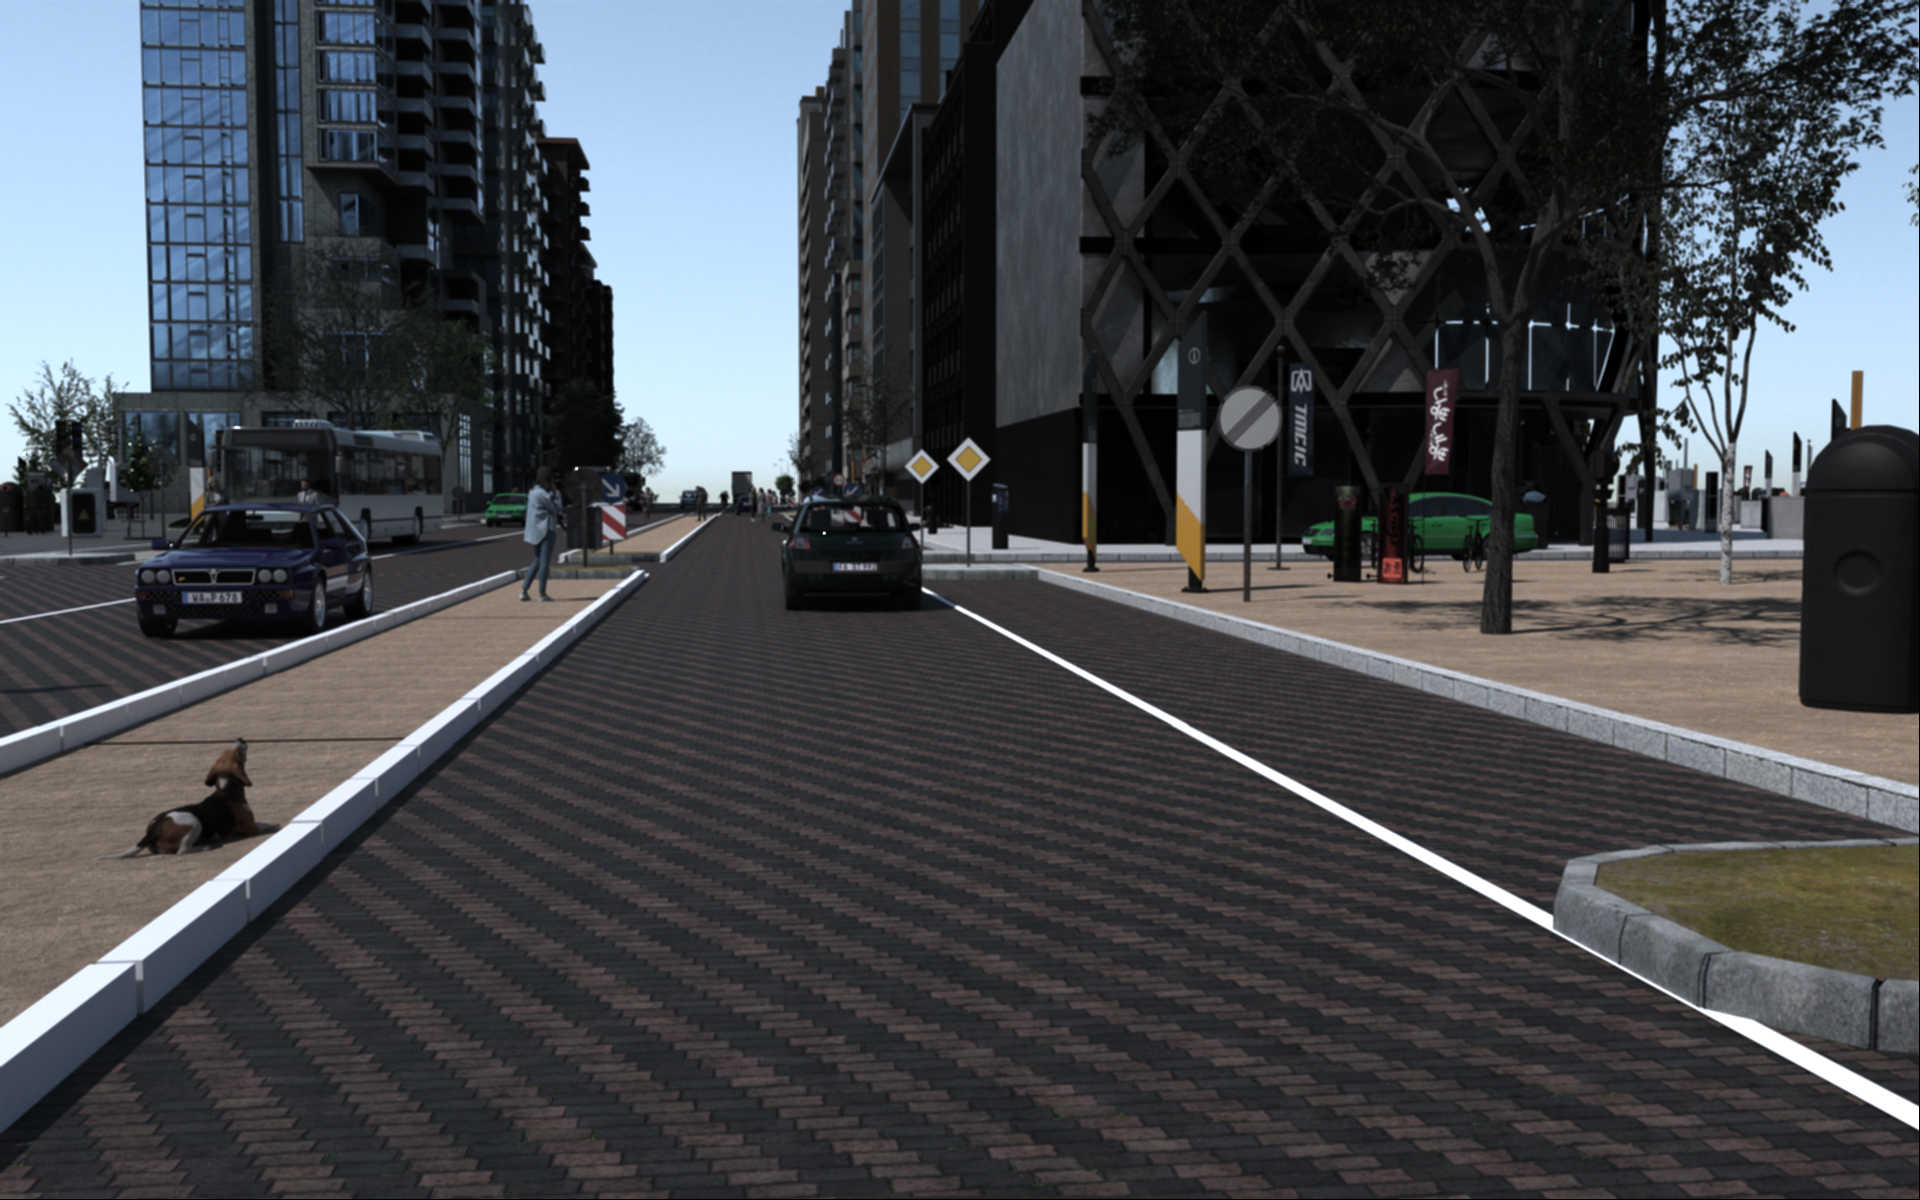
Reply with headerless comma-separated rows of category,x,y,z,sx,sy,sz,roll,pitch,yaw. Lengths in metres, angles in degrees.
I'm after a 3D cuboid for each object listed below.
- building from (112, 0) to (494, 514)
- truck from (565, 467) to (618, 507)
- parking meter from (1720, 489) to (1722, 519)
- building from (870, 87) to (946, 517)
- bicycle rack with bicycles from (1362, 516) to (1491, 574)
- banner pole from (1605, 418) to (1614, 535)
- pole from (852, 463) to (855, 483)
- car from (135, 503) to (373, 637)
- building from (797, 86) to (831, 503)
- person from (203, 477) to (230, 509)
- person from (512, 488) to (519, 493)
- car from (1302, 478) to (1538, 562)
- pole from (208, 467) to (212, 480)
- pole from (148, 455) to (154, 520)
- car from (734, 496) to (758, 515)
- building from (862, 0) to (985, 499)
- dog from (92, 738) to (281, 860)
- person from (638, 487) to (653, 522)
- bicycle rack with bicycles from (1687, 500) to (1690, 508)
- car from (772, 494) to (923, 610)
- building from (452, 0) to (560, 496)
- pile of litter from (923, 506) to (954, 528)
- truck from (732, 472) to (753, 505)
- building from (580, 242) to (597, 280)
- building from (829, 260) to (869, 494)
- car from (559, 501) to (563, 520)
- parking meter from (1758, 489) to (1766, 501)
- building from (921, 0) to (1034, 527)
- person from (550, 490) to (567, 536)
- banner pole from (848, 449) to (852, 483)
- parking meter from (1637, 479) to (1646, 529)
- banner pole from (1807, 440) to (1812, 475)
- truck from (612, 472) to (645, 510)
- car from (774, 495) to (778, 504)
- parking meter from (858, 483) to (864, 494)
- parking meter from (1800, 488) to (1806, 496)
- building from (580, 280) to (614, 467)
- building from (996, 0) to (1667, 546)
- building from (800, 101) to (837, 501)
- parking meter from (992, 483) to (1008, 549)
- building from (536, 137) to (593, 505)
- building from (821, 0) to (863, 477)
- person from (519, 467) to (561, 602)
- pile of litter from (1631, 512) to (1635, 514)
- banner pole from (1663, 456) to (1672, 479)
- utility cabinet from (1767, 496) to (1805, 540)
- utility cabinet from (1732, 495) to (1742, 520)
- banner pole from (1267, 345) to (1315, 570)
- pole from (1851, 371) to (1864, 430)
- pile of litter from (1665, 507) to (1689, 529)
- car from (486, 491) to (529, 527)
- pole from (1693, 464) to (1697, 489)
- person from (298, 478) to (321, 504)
building,-45.165,-49.529,122.477,22.319,86.520,31.000,0,4,-7
truck,-26.226,-7.866,124.539,3.469,3.379,9.791,0,4,-7
parking meter,38.393,-4.827,87.336,0.372,1.533,0.369,0,3,0
building,2.996,-17.131,99.161,14.314,24.678,30.058,0,4,-7
bicycle rack with bicycles,7.891,-0.953,28.971,2.852,0.926,2.925,1,4,18
banner pole,20.455,-3.948,54.570,0.401,3.779,0.863,0,4,2
pole,-6.869,-7.228,112.028,0.158,3.312,0.155,0,3,0
car,-7.541,-0.376,18.730,1.945,1.354,3.894,0,4,-8
building,-13.537,-43.802,258.162,21.231,58.520,28.212,0,4,-7
person,-15.943,-1.743,37.180,0.537,1.800,0.526,-2,4,-24
person,-26.945,-5.906,105.038,0.573,1.828,0.580,0,4,8
car,9.380,-1.634,35.513,4.718,1.807,1.959,0,4,-7
pole,-38.779,-5.856,89.589,0.158,3.312,0.155,0,3,0
pole,-40.102,-5.628,85.853,0.158,3.312,0.155,0,3,0
car,-14.323,-6.404,117.280,1.945,1.354,3.894,-1,4,-9
building,0.577,-28.819,121.303,14.600,45.320,14.200,0,4,-7
dog,-3.160,0.802,7.077,0.748,0.427,0.550,-2,4,-27
person,-15.984,-4.842,88.029,0.716,1.782,0.532,0,4,-6
bicycle rack with bicycles,48.937,-6.296,116.320,2.852,0.926,2.925,-1,4,-17
car,-1.475,-0.799,22.844,2.009,1.686,4.222,0,4,-6
building,-49.149,-32.758,155.195,23.786,49.044,30.456,0,4,-7
pile of litter,-0.963,-3.166,65.730,1.176,0.858,1.719,-2,4,-34
truck,-27.961,-14.280,222.385,2.839,4.237,11.283,0,4,-7
building,-65.114,-33.963,247.172,32.217,40.220,23.993,0,4,-7
building,3.697,-18.291,144.094,27.650,21.520,28.899,0,4,-7
car,-23.017,-5.292,96.122,1.945,1.707,3.694,-1,4,-8
parking meter,41.194,-4.926,88.954,0.372,1.533,0.369,0,3,0
building,5.270,-15.024,75.312,12.332,23.373,15.834,0,4,-7
person,-13.868,-3.129,59.501,0.661,1.843,0.795,3,5,44
banner pole,-6.185,-6.541,96.959,0.401,3.779,0.863,1,4,11
parking meter,25.178,-3.556,63.844,0.255,1.863,0.399,-2,4,-32
banner pole,39.171,-5.497,79.890,0.401,3.779,0.863,3,4,39
truck,-29.639,-9.664,153.922,3.469,3.379,9.791,-1,4,-9
car,-25.870,-13.949,237.652,1.945,1.707,3.694,0,4,-8
parking meter,-5.006,-4.943,86.535,0.399,1.863,0.255,0,4,5
parking meter,32.960,-3.639,67.915,0.372,1.533,0.369,0,3,0
building,-53.525,-28.014,229.737,14.160,30.474,14.107,0,4,-7
building,10.524,-11.135,49.504,16.811,18.784,16.820,0,4,-7
building,-8.040,-35.940,211.317,21.300,48.544,21.600,0,4,-7
parking meter,0.937,-1.950,40.296,0.372,1.533,0.369,0,3,0
building,-55.948,-33.801,207.276,22.147,44.769,28.867,0,4,-7
building,-1.899,-33.820,172.568,23.786,49.044,30.456,0,4,-7
person,-5.579,-0.869,22.969,0.793,1.790,0.793,1,4,20
pile of litter,44.886,-6.105,113.789,1.719,0.858,1.176,0,4,-7
banner pole,46.486,-7.580,113.956,0.863,3.779,0.401,-1,4,-20
utility cabinet,23.449,-2.318,49.064,0.306,1.237,1.020,-3,5,-42
utility cabinet,36.505,-4.336,82.049,0.306,1.237,1.020,-2,4,-23
banner pole,5.583,-2.392,29.120,0.863,3.779,0.401,3,4,38
pole,14.879,-2.138,28.799,0.158,3.312,0.155,0,3,0
pile of litter,26.949,-3.047,63.783,1.719,0.858,1.176,3,4,38
car,-19.847,-4.147,76.604,1.959,1.807,4.718,0,4,-7
pole,50.286,-7.622,118.466,0.158,3.312,0.155,0,3,0
person,-14.268,-1.785,37.953,0.678,1.792,0.850,1,4,13
